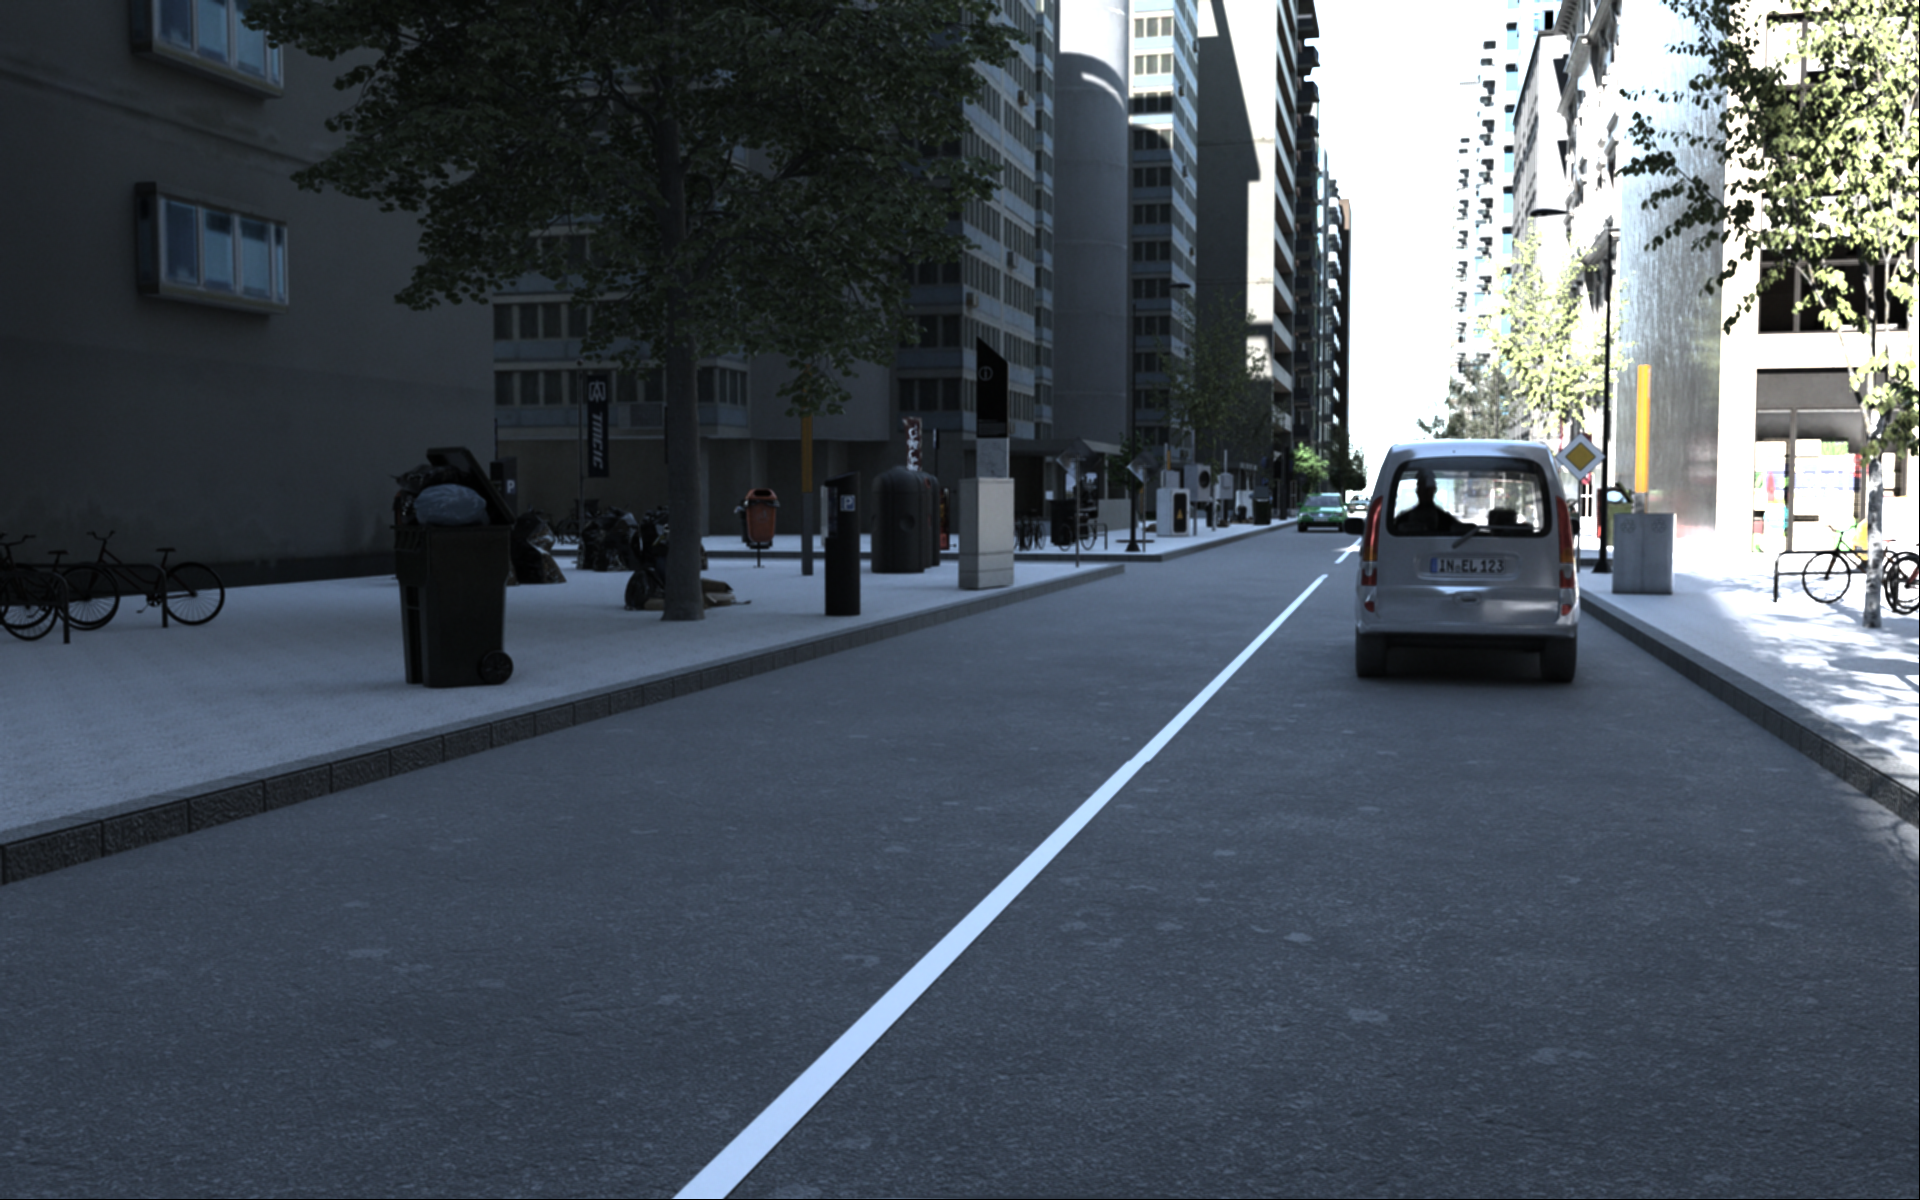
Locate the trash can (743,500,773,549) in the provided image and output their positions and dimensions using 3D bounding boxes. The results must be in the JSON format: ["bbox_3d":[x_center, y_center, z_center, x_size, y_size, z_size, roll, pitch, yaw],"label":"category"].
[{"bbox_3d":[-4.668,-1.751,40.289,0.748,1.137,0.748,0,3,0],"label":"trash can"}]

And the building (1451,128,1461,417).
[{"bbox_3d":[69.766,-35.723,203.671,23.786,49.044,30.456,1,4,14],"label":"building"}]

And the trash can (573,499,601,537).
[{"bbox_3d":[-10.336,-2.222,47.991,0.748,1.137,0.748,0,3,0],"label":"trash can"}]

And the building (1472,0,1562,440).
[{"bbox_3d":[51.348,-50.014,130.399,22.319,86.520,31.000,1,4,14],"label":"building"}]

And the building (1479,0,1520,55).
[{"bbox_3d":[59.663,-33.137,161.400,23.786,49.044,30.456,1,4,14],"label":"building"}]

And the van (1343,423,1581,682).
[{"bbox_3d":[4.260,-0.471,14.720,2.013,2.044,4.112,1,4,15],"label":"van"}]

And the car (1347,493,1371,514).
[{"bbox_3d":[29.343,-7.143,126.570,2.009,1.686,4.222,1,4,15],"label":"car"}]

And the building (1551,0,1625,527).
[{"bbox_3d":[32.265,-17.349,71.053,14.401,28.519,23.554,1,4,14],"label":"building"}]

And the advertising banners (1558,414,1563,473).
[{"bbox_3d":[13.304,-2.600,38.693,0.090,3.025,2.074,1,4,14],"label":"advertising banners"}]

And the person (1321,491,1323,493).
[{"bbox_3d":[39.778,-11.118,190.371,1.348,1.812,0.705,0,4,6],"label":"person"}]

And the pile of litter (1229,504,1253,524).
[{"bbox_3d":[12.398,-3.747,75.228,1.719,0.858,1.176,0,4,-4],"label":"pile of litter"}]

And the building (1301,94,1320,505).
[{"bbox_3d":[27.496,-29.724,169.580,14.154,41.232,14.086,1,4,14],"label":"building"}]

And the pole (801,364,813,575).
[{"bbox_3d":[-2.416,-2.046,27.295,0.158,3.312,0.155,0,3,0],"label":"pole"}]

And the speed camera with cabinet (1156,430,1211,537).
[{"bbox_3d":[6.813,-3.569,52.682,0.660,3.252,2.038,3,5,44],"label":"speed camera with cabinet"}]

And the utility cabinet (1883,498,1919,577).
[{"bbox_3d":[15.207,-1.017,27.790,1.020,1.237,0.306,0,4,5],"label":"utility cabinet"}]

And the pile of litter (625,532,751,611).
[{"bbox_3d":[-3.097,-0.353,19.729,1.719,0.858,1.176,-3,4,-36],"label":"pile of litter"}]

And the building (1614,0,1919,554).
[{"bbox_3d":[35.134,-14.498,41.558,34.151,26.468,19.350,1,4,14],"label":"building"}]

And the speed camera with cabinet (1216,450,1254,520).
[{"bbox_3d":[12.479,-5.104,77.788,2.038,3.252,0.660,-1,4,-17],"label":"speed camera with cabinet"}]

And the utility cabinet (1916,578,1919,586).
[{"bbox_3d":[13.838,-0.800,24.244,1.020,1.237,0.306,-2,4,-29],"label":"utility cabinet"}]

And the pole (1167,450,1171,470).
[{"bbox_3d":[9.734,-5.326,80.920,0.158,3.312,0.155,0,3,0],"label":"pole"}]

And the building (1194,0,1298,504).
[{"bbox_3d":[12.518,-30.595,123.929,21.300,48.544,21.600,1,4,14],"label":"building"}]

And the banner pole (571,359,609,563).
[{"bbox_3d":[-6.824,-2.570,32.039,0.863,3.779,0.401,2,4,25],"label":"banner pole"}]

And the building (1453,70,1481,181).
[{"bbox_3d":[80.445,-43.021,245.389,21.231,58.520,28.212,1,4,14],"label":"building"}]

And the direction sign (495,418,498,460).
[{"bbox_3d":[-14.225,-3.646,51.614,0.876,3.537,0.379,-1,4,-15],"label":"direction sign"}]

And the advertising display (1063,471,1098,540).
[{"bbox_3d":[3.403,-2.663,48.760,0.974,1.923,0.123,0,4,-7],"label":"advertising display"}]

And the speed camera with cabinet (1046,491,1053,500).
[{"bbox_3d":[3.927,-5.771,88.695,0.660,3.252,2.038,3,5,41],"label":"speed camera with cabinet"}]

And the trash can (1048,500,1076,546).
[{"bbox_3d":[2.566,-1.929,43.190,0.748,1.137,0.748,0,3,0],"label":"trash can"}]

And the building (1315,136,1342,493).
[{"bbox_3d":[39.822,-37.623,234.749,23.786,49.044,30.456,1,4,14],"label":"building"}]

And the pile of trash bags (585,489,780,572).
[{"bbox_3d":[-4.813,-1.222,29.729,3.447,1.369,1.912,-1,4,-16],"label":"pile of trash bags"}]

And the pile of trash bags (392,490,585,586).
[{"bbox_3d":[-7.326,-0.953,25.331,3.447,1.369,1.912,3,5,44],"label":"pile of trash bags"}]

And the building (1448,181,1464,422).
[{"bbox_3d":[71.196,-33.205,226.494,14.154,41.232,14.086,1,4,14],"label":"building"}]

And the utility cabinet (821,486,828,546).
[{"bbox_3d":[-3.042,-2.011,41.560,0.318,1.500,1.173,-1,4,-21],"label":"utility cabinet"}]

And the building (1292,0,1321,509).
[{"bbox_3d":[19.220,-30.238,149.017,22.147,44.769,28.867,1,4,14],"label":"building"}]

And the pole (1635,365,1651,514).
[{"bbox_3d":[10.834,-2.059,27.507,0.158,3.312,0.155,0,3,0],"label":"pole"}]

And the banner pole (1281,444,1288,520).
[{"bbox_3d":[16.198,-5.918,86.771,0.401,3.779,0.863,2,4,24],"label":"banner pole"}]

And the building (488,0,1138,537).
[{"bbox_3d":[-10.481,-22.669,62.513,32.217,40.220,23.993,1,4,14],"label":"building"}]

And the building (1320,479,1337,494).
[{"bbox_3d":[29.300,-31.652,209.390,32.217,40.220,23.993,1,4,14],"label":"building"}]

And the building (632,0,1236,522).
[{"bbox_3d":[0.918,-25.081,101.959,32.217,40.220,23.993,1,4,14],"label":"building"}]

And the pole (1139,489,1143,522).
[{"bbox_3d":[8.243,-5.189,78.676,0.158,3.312,0.155,0,3,0],"label":"pole"}]

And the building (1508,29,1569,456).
[{"bbox_3d":[38.002,-18.408,94.485,14.314,27.812,24.014,1,4,14],"label":"building"}]

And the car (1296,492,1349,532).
[{"bbox_3d":[13.934,-3.525,66.437,1.959,1.807,4.718,1,4,14],"label":"car"}]

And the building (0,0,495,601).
[{"bbox_3d":[-21.015,-24.330,21.495,21.600,48.544,21.300,1,4,14],"label":"building"}]

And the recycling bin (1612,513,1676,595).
[{"bbox_3d":[8.879,-0.607,22.481,0.722,1.027,0.722,2,4,24],"label":"recycling bin"}]

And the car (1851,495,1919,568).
[{"bbox_3d":[17.947,-1.237,30.452,3.980,1.641,2.015,1,4,13],"label":"car"}]

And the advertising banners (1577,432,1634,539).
[{"bbox_3d":[18.452,-3.263,49.544,2.074,3.025,0.090,-1,4,-22],"label":"advertising banners"}]

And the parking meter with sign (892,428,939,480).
[{"bbox_3d":[-1.445,-3.032,45.832,1.738,3.016,0.543,0,4,-8],"label":"parking meter with sign"}]

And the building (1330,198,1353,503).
[{"bbox_3d":[50.429,-37.044,255.772,14.600,45.320,14.200,1,4,14],"label":"building"}]

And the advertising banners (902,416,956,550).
[{"bbox_3d":[-0.426,-2.646,39.453,2.074,3.025,0.090,-2,4,-32],"label":"advertising banners"}]

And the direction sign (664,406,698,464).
[{"bbox_3d":[-7.215,-3.237,44.919,0.876,3.537,0.379,-1,4,-21],"label":"direction sign"}]

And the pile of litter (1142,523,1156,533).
[{"bbox_3d":[6.672,-2.716,58.364,1.176,0.858,1.719,2,4,27],"label":"pile of litter"}]

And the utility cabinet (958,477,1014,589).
[{"bbox_3d":[0.355,-0.915,23.631,0.318,1.500,1.173,2,4,26],"label":"utility cabinet"}]
